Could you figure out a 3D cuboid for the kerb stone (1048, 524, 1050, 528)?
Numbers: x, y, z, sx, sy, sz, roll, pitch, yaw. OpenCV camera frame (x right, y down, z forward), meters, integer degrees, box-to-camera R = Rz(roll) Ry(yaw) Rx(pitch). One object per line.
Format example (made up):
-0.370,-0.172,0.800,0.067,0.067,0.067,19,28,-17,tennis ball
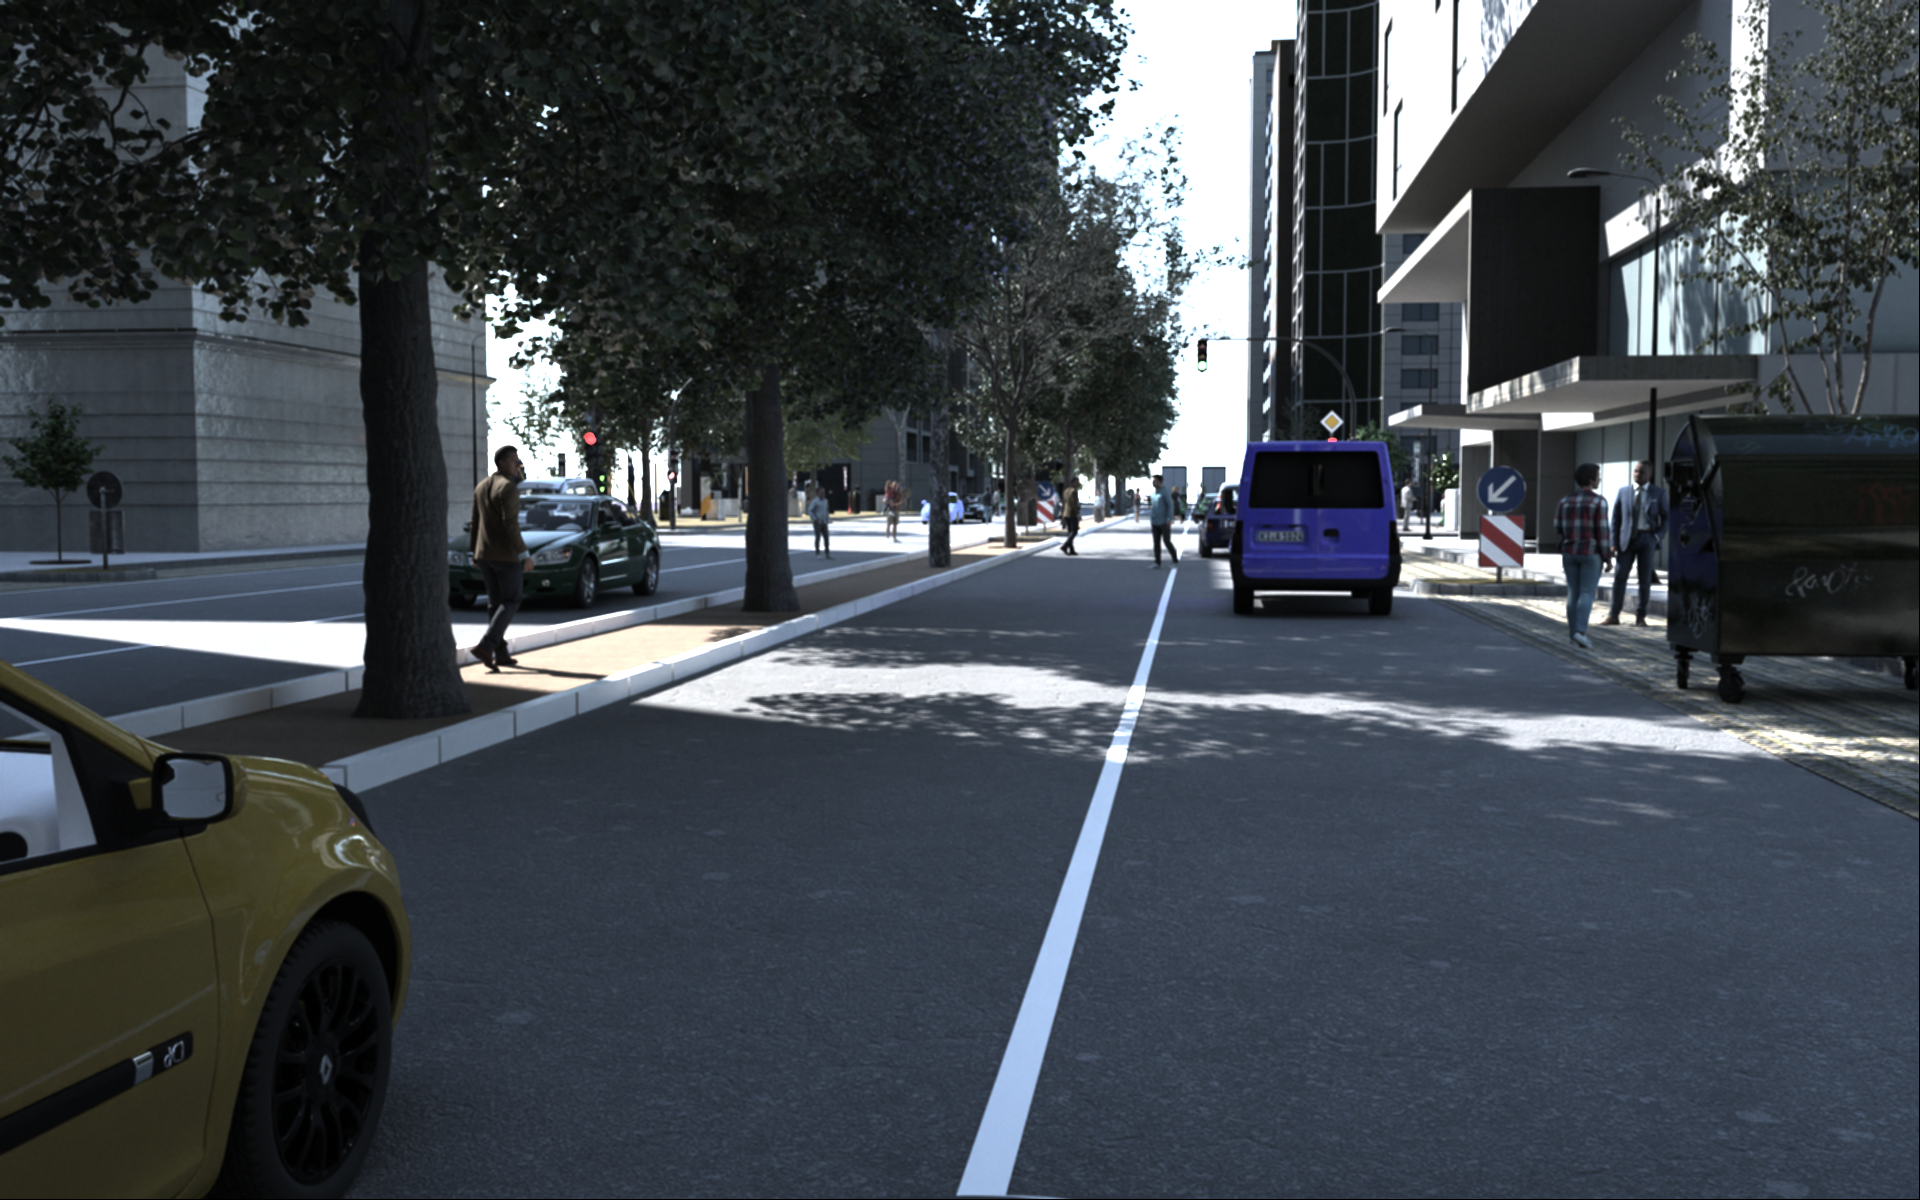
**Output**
3.457,-2.954,70.492,0.120,0.150,1.000,0,4,8,kerb stone

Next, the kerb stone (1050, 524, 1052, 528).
3.587,-3.017,71.517,0.120,0.150,1.000,0,4,8,kerb stone

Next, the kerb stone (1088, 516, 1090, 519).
7.064,-4.570,96.913,0.120,0.150,1.000,0,4,8,kerb stone

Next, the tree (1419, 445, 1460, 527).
19.284,-4.520,68.507,1.663,3.219,1.824,0,3,0,tree

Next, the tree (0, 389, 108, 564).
-16.738,-2.292,32.079,1.663,3.219,1.824,0,3,0,tree

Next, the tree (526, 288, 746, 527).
-12.405,-9.251,68.268,9.611,12.733,9.660,0,3,0,tree

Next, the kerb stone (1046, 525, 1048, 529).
3.312,-2.891,69.478,0.120,0.150,1.000,0,4,8,kerb stone

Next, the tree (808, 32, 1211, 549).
1.309,-8.105,45.350,12.009,13.543,11.850,0,3,0,tree

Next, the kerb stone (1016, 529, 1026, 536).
2.194,-2.394,61.356,0.120,0.150,1.000,0,4,8,kerb stone

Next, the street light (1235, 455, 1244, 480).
36.079,-15.153,220.288,1.470,5.913,1.316,0,4,8,street light

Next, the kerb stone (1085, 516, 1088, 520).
6.792,-4.445,94.874,0.120,0.150,1.000,0,4,8,kerb stone

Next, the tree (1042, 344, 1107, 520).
5.166,-7.622,77.436,4.737,8.622,4.395,0,3,0,tree

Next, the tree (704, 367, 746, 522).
-10.166,-7.852,78.743,4.360,8.622,3.978,0,3,0,tree

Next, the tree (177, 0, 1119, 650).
-2.320,-6.825,20.696,9.857,13.997,8.962,0,3,0,tree

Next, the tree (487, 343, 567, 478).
-20.116,-8.072,82.333,4.737,8.622,4.395,0,3,0,tree

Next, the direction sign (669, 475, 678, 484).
-22.400,-8.769,135.378,0.876,3.537,0.379,-3,5,-45,direction sign

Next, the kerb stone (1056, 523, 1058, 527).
4.010,-3.203,74.572,0.120,0.150,1.000,0,4,8,kerb stone

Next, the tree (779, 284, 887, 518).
-7.688,-10.730,93.570,7.486,12.596,7.792,0,3,0,tree

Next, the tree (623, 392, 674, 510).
-24.093,-12.312,127.064,9.928,11.665,9.643,0,3,0,tree

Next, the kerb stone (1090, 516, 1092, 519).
7.206,-4.631,97.927,0.120,0.150,1.000,0,4,8,kerb stone

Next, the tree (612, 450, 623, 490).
-21.558,-9.351,103.258,4.737,8.622,4.395,0,3,0,tree

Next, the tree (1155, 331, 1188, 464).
10.520,-12.543,114.189,9.857,13.997,8.962,0,3,0,tree

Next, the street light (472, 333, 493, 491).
-13.263,-4.686,49.150,1.470,5.913,1.316,0,4,8,street light

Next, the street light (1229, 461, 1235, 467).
42.599,-18.029,267.315,1.470,5.913,1.316,0,4,8,street light

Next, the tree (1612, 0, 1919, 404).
9.541,-4.185,18.795,4.360,8.622,3.978,0,3,0,tree

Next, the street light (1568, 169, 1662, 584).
9.380,-3.198,24.825,1.470,5.913,1.316,0,4,8,street light

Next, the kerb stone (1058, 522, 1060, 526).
4.145,-3.266,75.590,0.120,0.150,1.000,0,4,8,kerb stone

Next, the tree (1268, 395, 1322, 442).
24.924,-10.852,127.800,4.360,8.622,3.978,0,3,0,tree

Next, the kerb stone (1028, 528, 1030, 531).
2.337,-2.453,62.372,0.120,0.150,1.000,0,4,8,kerb stone

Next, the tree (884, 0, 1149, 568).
0.693,-10.629,32.137,12.611,20.169,13.585,0,3,0,tree

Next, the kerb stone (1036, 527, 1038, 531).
2.753,-2.643,65.411,0.120,0.150,1.000,0,4,8,kerb stone

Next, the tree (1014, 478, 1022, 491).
7.195,-12.719,202.564,1.663,3.219,1.824,0,3,0,tree

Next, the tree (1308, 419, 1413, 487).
17.807,-5.560,74.624,4.285,4.588,4.351,0,3,0,tree

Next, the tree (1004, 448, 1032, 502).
7.257,-15.981,211.655,4.360,8.622,3.978,0,3,0,tree

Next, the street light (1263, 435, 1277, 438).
24.706,-10.077,137.297,1.470,5.913,1.316,0,4,8,street light

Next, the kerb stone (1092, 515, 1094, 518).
7.477,-4.756,99.959,0.120,0.150,1.000,0,4,8,kerb stone

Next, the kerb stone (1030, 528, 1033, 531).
2.471,-2.519,63.387,0.120,0.150,1.000,0,4,8,kerb stone

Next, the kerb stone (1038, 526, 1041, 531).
2.890,-2.704,66.426,0.120,0.150,1.000,0,4,8,kerb stone

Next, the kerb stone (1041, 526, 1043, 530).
3.026,-2.767,67.439,0.120,0.150,1.000,0,4,8,kerb stone

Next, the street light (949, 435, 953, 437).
-1.260,-10.064,137.094,1.470,5.913,1.316,0,4,8,street light

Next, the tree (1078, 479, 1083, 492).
19.311,-19.017,294.633,4.285,4.588,4.351,0,3,0,tree

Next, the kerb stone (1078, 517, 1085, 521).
6.501,-4.319,92.851,0.120,0.150,1.000,0,4,8,kerb stone

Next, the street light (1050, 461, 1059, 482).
13.247,-16.578,243.595,1.470,5.913,1.316,0,4,8,street light

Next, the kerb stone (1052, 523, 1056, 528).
3.872,-3.142,73.559,0.120,0.150,1.000,0,4,8,kerb stone

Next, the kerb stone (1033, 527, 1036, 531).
2.610,-2.581,64.399,0.120,0.150,1.000,0,4,8,kerb stone

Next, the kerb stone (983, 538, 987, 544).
0.589,-1.677,49.617,0.120,0.150,1.000,0,4,8,kerb stone

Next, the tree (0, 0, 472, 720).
-3.539,-6.215,10.722,9.857,13.997,8.962,0,3,0,tree

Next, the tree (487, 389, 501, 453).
-29.727,-9.466,105.130,4.360,8.622,3.978,0,3,0,tree

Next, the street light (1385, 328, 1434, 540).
12.577,-4.642,48.446,1.470,5.913,1.316,0,4,8,street light

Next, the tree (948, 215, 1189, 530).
4.370,-9.182,69.589,9.611,12.733,9.660,0,3,0,tree

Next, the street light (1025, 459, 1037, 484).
8.367,-14.339,206.980,1.470,5.913,1.316,0,4,8,street light
